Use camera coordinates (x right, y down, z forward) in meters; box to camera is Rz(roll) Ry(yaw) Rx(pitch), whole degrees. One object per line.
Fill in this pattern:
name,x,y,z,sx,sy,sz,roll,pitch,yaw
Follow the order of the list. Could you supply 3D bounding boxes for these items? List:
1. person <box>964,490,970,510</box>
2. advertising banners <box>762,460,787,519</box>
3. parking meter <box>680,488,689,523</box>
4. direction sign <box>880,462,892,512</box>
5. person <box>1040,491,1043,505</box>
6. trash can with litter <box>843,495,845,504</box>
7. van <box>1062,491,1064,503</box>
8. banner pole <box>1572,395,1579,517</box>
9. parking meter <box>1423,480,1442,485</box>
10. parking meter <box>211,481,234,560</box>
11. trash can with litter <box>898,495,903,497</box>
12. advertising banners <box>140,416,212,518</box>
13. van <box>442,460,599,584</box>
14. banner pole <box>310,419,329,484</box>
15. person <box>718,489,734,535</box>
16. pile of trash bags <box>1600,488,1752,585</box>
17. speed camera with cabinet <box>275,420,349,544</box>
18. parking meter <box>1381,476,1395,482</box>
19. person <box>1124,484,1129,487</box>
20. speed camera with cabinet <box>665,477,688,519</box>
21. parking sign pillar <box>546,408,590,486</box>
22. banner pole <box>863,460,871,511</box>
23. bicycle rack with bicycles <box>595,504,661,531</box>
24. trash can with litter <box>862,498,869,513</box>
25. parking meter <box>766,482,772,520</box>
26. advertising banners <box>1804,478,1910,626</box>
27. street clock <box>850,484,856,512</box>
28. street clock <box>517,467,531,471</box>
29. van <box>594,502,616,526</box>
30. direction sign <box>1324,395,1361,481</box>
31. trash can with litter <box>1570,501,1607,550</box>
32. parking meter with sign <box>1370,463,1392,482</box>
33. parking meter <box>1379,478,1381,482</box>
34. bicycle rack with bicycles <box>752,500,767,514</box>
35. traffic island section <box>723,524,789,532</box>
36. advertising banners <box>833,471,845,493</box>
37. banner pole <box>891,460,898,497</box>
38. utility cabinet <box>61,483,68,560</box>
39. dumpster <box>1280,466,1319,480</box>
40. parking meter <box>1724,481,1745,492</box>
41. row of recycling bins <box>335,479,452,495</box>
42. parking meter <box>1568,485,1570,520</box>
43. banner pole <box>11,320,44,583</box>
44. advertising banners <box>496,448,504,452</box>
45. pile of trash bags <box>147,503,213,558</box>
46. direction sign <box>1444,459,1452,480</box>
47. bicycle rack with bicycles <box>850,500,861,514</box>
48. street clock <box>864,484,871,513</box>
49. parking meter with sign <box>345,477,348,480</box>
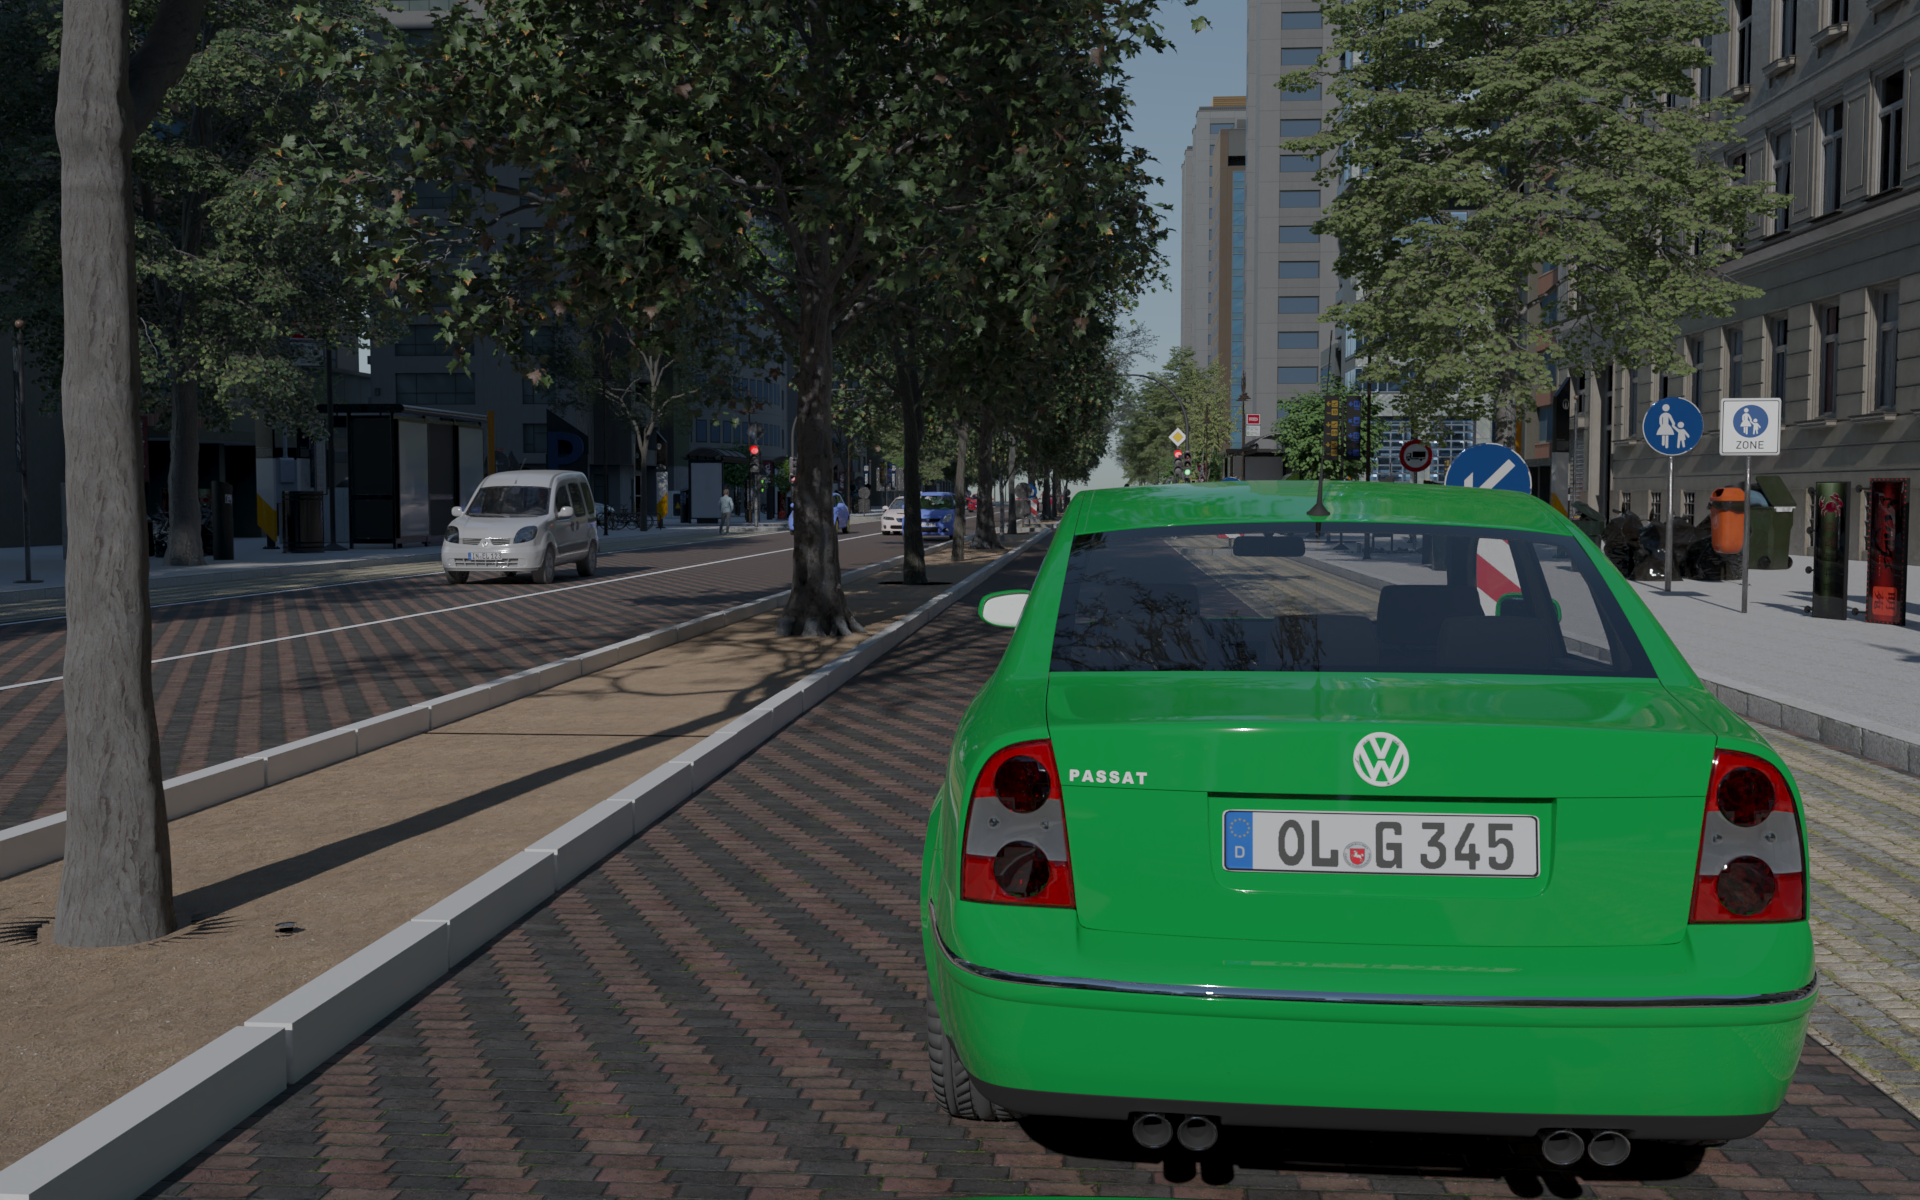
person,0.633,-9.184,158.522,0.599,1.838,0.709,1,4,20
advertising banners,-9.090,-5.658,88.693,2.074,3.025,0.090,0,4,-3
parking meter,-12.214,-4.180,76.751,0.372,1.533,0.369,0,3,0
direction sign,-5.244,-7.977,122.413,0.876,3.537,0.379,0,4,3
person,11.391,-14.005,237.420,1.348,1.831,0.705,3,5,44
trash can with litter,-9.700,-8.061,142.854,1.678,1.210,2.233,1,4,15
van,12.659,-13.194,222.724,2.013,2.044,4.112,0,4,3
banner pole,15.486,-3.279,43.623,0.401,3.779,0.863,1,4,19
parking meter,8.644,-1.421,31.641,0.372,1.533,0.369,0,3,0
parking meter,-14.361,-1.549,33.738,0.372,1.533,0.369,0,3,0
trash can with litter,-4.957,-8.449,149.533,1.055,1.170,0.624,-2,4,-32
advertising banners,-17.789,-2.626,39.123,0.090,3.025,2.074,3,5,43
van,-7.287,-1.339,28.912,2.013,2.044,4.112,0,4,3
banner pole,-18.541,-3.702,50.538,0.863,3.779,0.401,-3,4,-38
person,-8.129,-3.052,60.216,0.589,1.601,0.330,1,4,19
pile of trash bags,10.821,-0.979,25.755,1.912,1.369,3.447,0,3,0
speed camera with cabinet,-16.864,-3.094,44.920,2.038,3.252,0.660,-3,5,-42
parking meter,13.761,-3.048,55.539,0.255,1.863,0.399,2,4,26
person,5.976,-3.259,61.967,0.419,1.800,0.721,1,4,12
speed camera with cabinet,-14.620,-5.942,91.488,0.660,3.252,2.038,3,5,44
parking sign pillar,-12.305,-4.029,54.347,1.447,3.967,1.447,0,4,-5
banner pole,-6.819,-8.454,128.247,0.863,3.779,0.401,3,4,37
bicycle rack with bicycles,-12.040,-2.966,61.880,2.925,0.926,2.852,-2,4,-29
trash can with litter,-6.501,-6.544,118.380,0.624,1.170,1.055,0,4,-3
parking meter,-9.494,-4.927,86.263,0.255,1.863,0.399,-1,4,-13
advertising banners,9.105,-1.272,16.991,0.090,3.025,2.074,-1,4,-14
street clock,-7.811,-7.438,126.188,0.358,2.002,0.471,-3,4,-36
street clock,-11.711,-2.571,46.608,0.471,2.002,0.358,-1,4,-17
van,-16.153,-3.905,70.854,4.112,2.044,2.013,0,4,5
direction sign,8.790,-2.927,39.851,0.876,3.537,0.379,-1,4,-11
trash can with litter,10.495,-1.036,28.331,1.055,1.170,0.624,3,5,45
parking meter with sign,23.191,-6.143,96.698,1.738,3.016,0.543,1,4,17
parking meter,15.696,-3.568,64.046,0.399,1.863,0.255,0,4,7
bicycle rack with bicycles,-12.102,-6.065,112.543,2.925,0.926,2.852,1,4,16
traffic island section,-7.893,-2.733,66.964,2.009,0.180,2.903,0,4,5
advertising banners,-9.829,-8.409,133.676,2.074,3.025,0.090,-1,4,-19
banner pole,-4.775,-8.398,127.317,0.863,3.779,0.401,3,4,36
utility cabinet,-17.174,-1.545,33.942,0.318,1.500,1.173,0,4,-4
dumpster,10.499,-3.105,53.265,1.502,2.255,1.985,0,4,4
parking meter,14.867,-1.521,33.278,0.372,1.533,0.369,0,3,0
row of recycling bins,-15.671,-2.534,48.537,3.534,1.692,1.069,-2,4,-32
parking meter,16.926,-2.460,48.632,0.372,1.533,0.369,0,3,0
banner pole,-13.414,-2.124,24.742,0.401,3.779,0.863,-1,4,-18
advertising banners,-17.606,-4.193,64.742,0.090,3.025,2.074,1,4,18
pile of trash bags,-17.015,-1.603,35.965,3.447,1.369,1.912,1,4,16
direction sign,31.455,-7.276,110.967,0.876,3.537,0.379,0,4,6
bicycle rack with bicycles,-7.223,-5.931,110.353,2.852,0.926,2.925,1,4,10
street clock,-6.390,-7.061,120.017,0.471,2.002,0.358,0,4,-4
parking meter with sign,-27.824,-5.090,79.485,1.738,3.016,0.543,3,5,42
